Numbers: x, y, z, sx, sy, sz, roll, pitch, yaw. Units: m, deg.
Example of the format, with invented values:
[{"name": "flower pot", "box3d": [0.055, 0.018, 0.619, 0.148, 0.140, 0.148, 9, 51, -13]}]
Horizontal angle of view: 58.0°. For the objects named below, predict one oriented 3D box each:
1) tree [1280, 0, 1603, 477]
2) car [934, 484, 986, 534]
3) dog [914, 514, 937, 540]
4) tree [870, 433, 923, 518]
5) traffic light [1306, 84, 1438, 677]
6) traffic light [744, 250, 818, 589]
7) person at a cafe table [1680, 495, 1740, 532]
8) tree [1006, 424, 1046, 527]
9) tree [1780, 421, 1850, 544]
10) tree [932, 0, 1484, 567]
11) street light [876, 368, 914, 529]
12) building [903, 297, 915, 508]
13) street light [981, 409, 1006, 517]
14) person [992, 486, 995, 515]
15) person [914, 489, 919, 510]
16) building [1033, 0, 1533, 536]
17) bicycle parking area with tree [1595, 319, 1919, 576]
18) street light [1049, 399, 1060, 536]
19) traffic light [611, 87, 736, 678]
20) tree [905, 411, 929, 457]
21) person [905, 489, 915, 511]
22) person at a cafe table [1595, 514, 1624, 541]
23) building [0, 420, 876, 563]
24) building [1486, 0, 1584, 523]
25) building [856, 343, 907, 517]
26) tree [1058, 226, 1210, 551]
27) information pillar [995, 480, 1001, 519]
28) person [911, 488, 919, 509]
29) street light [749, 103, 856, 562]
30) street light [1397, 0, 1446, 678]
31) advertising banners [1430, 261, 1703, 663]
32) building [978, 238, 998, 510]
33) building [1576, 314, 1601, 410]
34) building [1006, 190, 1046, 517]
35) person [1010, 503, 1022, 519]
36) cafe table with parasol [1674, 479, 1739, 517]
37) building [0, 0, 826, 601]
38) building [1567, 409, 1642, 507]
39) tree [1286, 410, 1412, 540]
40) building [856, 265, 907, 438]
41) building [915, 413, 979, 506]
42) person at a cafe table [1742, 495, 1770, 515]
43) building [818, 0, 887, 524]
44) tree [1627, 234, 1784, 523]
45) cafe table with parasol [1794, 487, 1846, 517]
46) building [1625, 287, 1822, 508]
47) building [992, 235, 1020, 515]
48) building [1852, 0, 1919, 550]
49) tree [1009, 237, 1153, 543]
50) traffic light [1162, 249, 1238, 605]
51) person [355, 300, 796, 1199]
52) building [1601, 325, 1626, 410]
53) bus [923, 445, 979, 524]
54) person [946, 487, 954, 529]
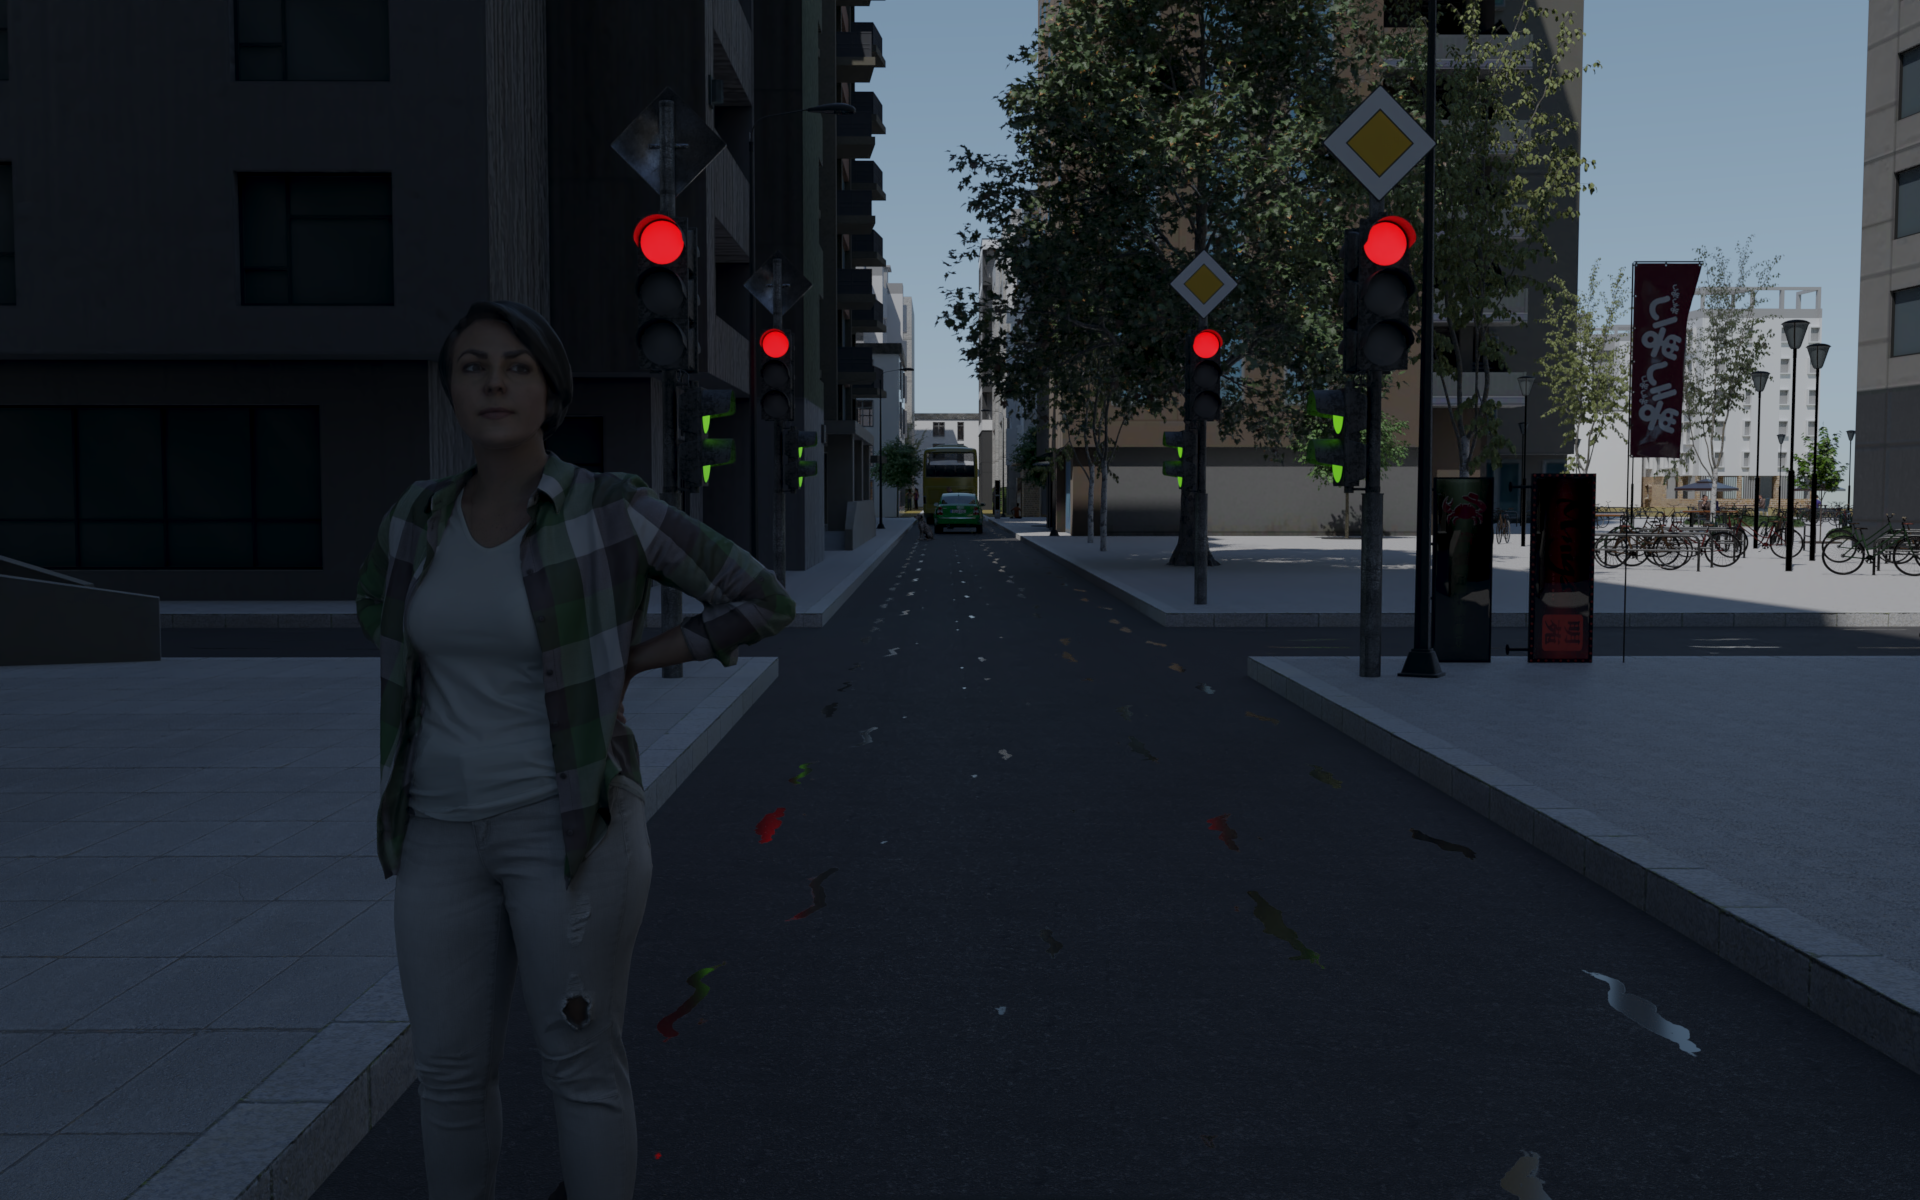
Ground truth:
[{"name": "tree", "box3d": [6.622, -4.454, 23.186, 4.737, 8.622, 4.395, 0, 3, 0]}, {"name": "car", "box3d": [-0.028, -3.394, 64.288, 1.959, 1.807, 4.718, 0, 4, 1]}, {"name": "dog", "box3d": [-0.983, -2.281, 54.131, 0.800, 0.831, 0.513, 1, 4, 16]}, {"name": "tree", "box3d": [-3.336, -6.757, 94.185, 4.285, 4.588, 4.351, 0, 3, 0]}, {"name": "traffic light", "box3d": [2.866, -1.416, 12.069, 0.839, 4.253, 0.868, 0, 4, -1]}, {"name": "traffic light", "box3d": [-2.078, -1.900, 19.987, 0.839, 4.253, 0.868, 0, 4, -1]}, {"name": "person at a cafe table", "box3d": [25.316, -2.925, 58.677, 1.698, 1.238, 1.726, 1, 4, 18]}, {"name": "tree", "box3d": [3.462, -5.196, 68.672, 4.285, 4.588, 4.351, 0, 3, 0]}, {"name": "tree", "box3d": [22.503, -3.085, 45.034, 1.663, 3.219, 1.824, 0, 3, 0]}, {"name": "tree", "box3d": [4.204, -6.952, 30.680, 9.611, 12.733, 9.660, 0, 3, 0]}, {"name": "street light", "box3d": [-2.381, -5.580, 63.774, 1.470, 5.913, 1.316, 0, 4, -1]}, {"name": "building", "box3d": [-20.154, -18.164, 163.447, 31.486, 18.905, 16.747, 0, 4, -1]}, {"name": "street light", "box3d": [1.840, -7.493, 95.056, 1.470, 5.913, 1.316, 0, 4, -1]}, {"name": "person", "box3d": [2.232, -6.194, 107.871, 0.434, 1.755, 0.990, -1, 4, -17]}, {"name": "person", "box3d": [-3.650, -8.364, 143.475, 0.721, 1.739, 1.217, -1, 4, -15]}, {"name": "building", "box3d": [9.912, -24.953, 58.086, 14.600, 45.320, 14.200, 0, 4, -1]}, {"name": "bicycle parking area with tree", "box3d": [14.938, -2.690, 30.977, 9.016, 4.147, 8.231, 3, 5, 43]}, {"name": "street light", "box3d": [2.328, -4.894, 52.555, 1.470, 5.913, 1.316, 0, 4, -1]}, {"name": "traffic light", "box3d": [-1.995, -1.412, 12.003, 0.839, 4.253, 0.868, 0, 4, -1]}, {"name": "tree", "box3d": [-4.875, -12.246, 150.586, 4.737, 8.622, 4.395, 0, 3, 0]}, {"name": "person", "box3d": [-3.978, -7.805, 134.369, 1.217, 1.735, 0.721, -3, 4, -38]}, {"name": "person at a cafe table", "box3d": [17.723, -2.303, 48.508, 1.726, 1.238, 1.698, 1, 4, 21]}, {"name": "building", "box3d": [-18.611, -21.586, 44.814, 32.217, 40.220, 23.993, 0, 4, -1]}, {"name": "building", "box3d": [16.084, -28.147, 83.904, 21.300, 48.544, 21.600, 0, 4, -1]}, {"name": "building", "box3d": [-7.934, -10.281, 110.242, 9.099, 9.664, 28.070, 0, 4, -1]}, {"name": "tree", "box3d": [3.453, -5.403, 38.699, 4.360, 8.622, 3.978, 0, 3, 0]}, {"name": "information pillar", "box3d": [1.958, -5.252, 90.356, 0.304, 2.012, 0.304, 0, 4, 3]}, {"name": "person", "box3d": [-3.846, -8.763, 149.409, 0.705, 1.812, 1.348, 2, 4, 32]}, {"name": "street light", "box3d": [-1.942, -2.948, 20.736, 1.470, 5.913, 1.316, 0, 4, -1]}, {"name": "street light", "box3d": [2.719, -2.417, 12.054, 1.470, 5.913, 1.316, 0, 4, -1]}, {"name": "advertising banners", "box3d": [4.534, -1.034, 13.087, 2.074, 3.025, 0.090, 0, 4, 1]}, {"name": "building", "box3d": [15.530, -19.020, 154.945, 27.936, 21.610, 32.646, 0, 4, -1]}, {"name": "building", "box3d": [60.385, -20.276, 187.931, 11.380, 20.091, 16.016, 0, 4, -1]}, {"name": "building", "box3d": [10.778, -14.979, 101.324, 16.016, 20.091, 11.380, 0, 4, -1]}, {"name": "person", "box3d": [3.004, -4.646, 90.299, 0.859, 0.850, 0.655, 2, 4, 30]}, {"name": "cafe table with parasol", "box3d": [40.650, -5.455, 94.061, 2.610, 1.966, 2.610, -2, 4, -25]}, {"name": "building", "box3d": [-9.585, -15.544, 25.849, 14.160, 30.474, 14.107, 0, 4, -1]}, {"name": "building", "box3d": [52.013, -13.807, 167.888, 28.070, 9.664, 9.099, 0, 4, -1]}, {"name": "tree", "box3d": [10.987, -4.018, 49.400, 4.285, 4.588, 4.351, 0, 3, 0]}, {"name": "building", "box3d": [-12.310, -17.408, 141.045, 16.016, 20.091, 11.380, 0, 4, -1]}, {"name": "building", "box3d": [8.978, -14.803, 184.172, 28.070, 9.664, 9.099, 0, 4, -1]}, {"name": "person at a cafe table", "box3d": [39.879, -4.672, 87.249, 1.726, 1.238, 1.698, 0, 4, -6]}, {"name": "building", "box3d": [-14.384, -25.503, 71.602, 22.147, 44.769, 28.867, 0, 4, -1]}, {"name": "tree", "box3d": [21.594, -6.077, 49.727, 4.360, 8.622, 3.978, 0, 3, 0]}, {"name": "cafe table with parasol", "box3d": [43.345, -5.046, 87.369, 2.610, 1.966, 2.610, 1, 4, 11]}, {"name": "building", "box3d": [72.277, -18.849, 164.599, 11.380, 20.091, 16.016, 0, 4, -1]}, {"name": "building", "box3d": [11.121, -15.688, 122.952, 16.747, 18.905, 31.486, 0, 4, -1]}, {"name": "building", "box3d": [31.795, -36.165, 29.545, 20.611, 71.187, 20.563, 0, 4, -1]}, {"name": "tree", "box3d": [3.383, -5.811, 45.375, 4.737, 8.622, 4.395, 0, 3, 0]}, {"name": "traffic light", "box3d": [2.783, -1.904, 20.054, 0.839, 4.253, 0.868, 0, 4, -1]}, {"name": "person", "box3d": [-0.718, 0.388, 2.874, 0.841, 1.734, 0.376, 2, 4, 24]}, {"name": "building", "box3d": [71.763, -20.289, 188.152, 11.380, 20.091, 16.016, 0, 4, -1]}, {"name": "bus", "box3d": [-0.439, -5.730, 85.240, 2.896, 3.916, 12.252, 0, 3, 0]}, {"name": "person", "box3d": [-0.456, -3.796, 71.256, 0.600, 1.739, 0.565, -2, 4, -35]}]
